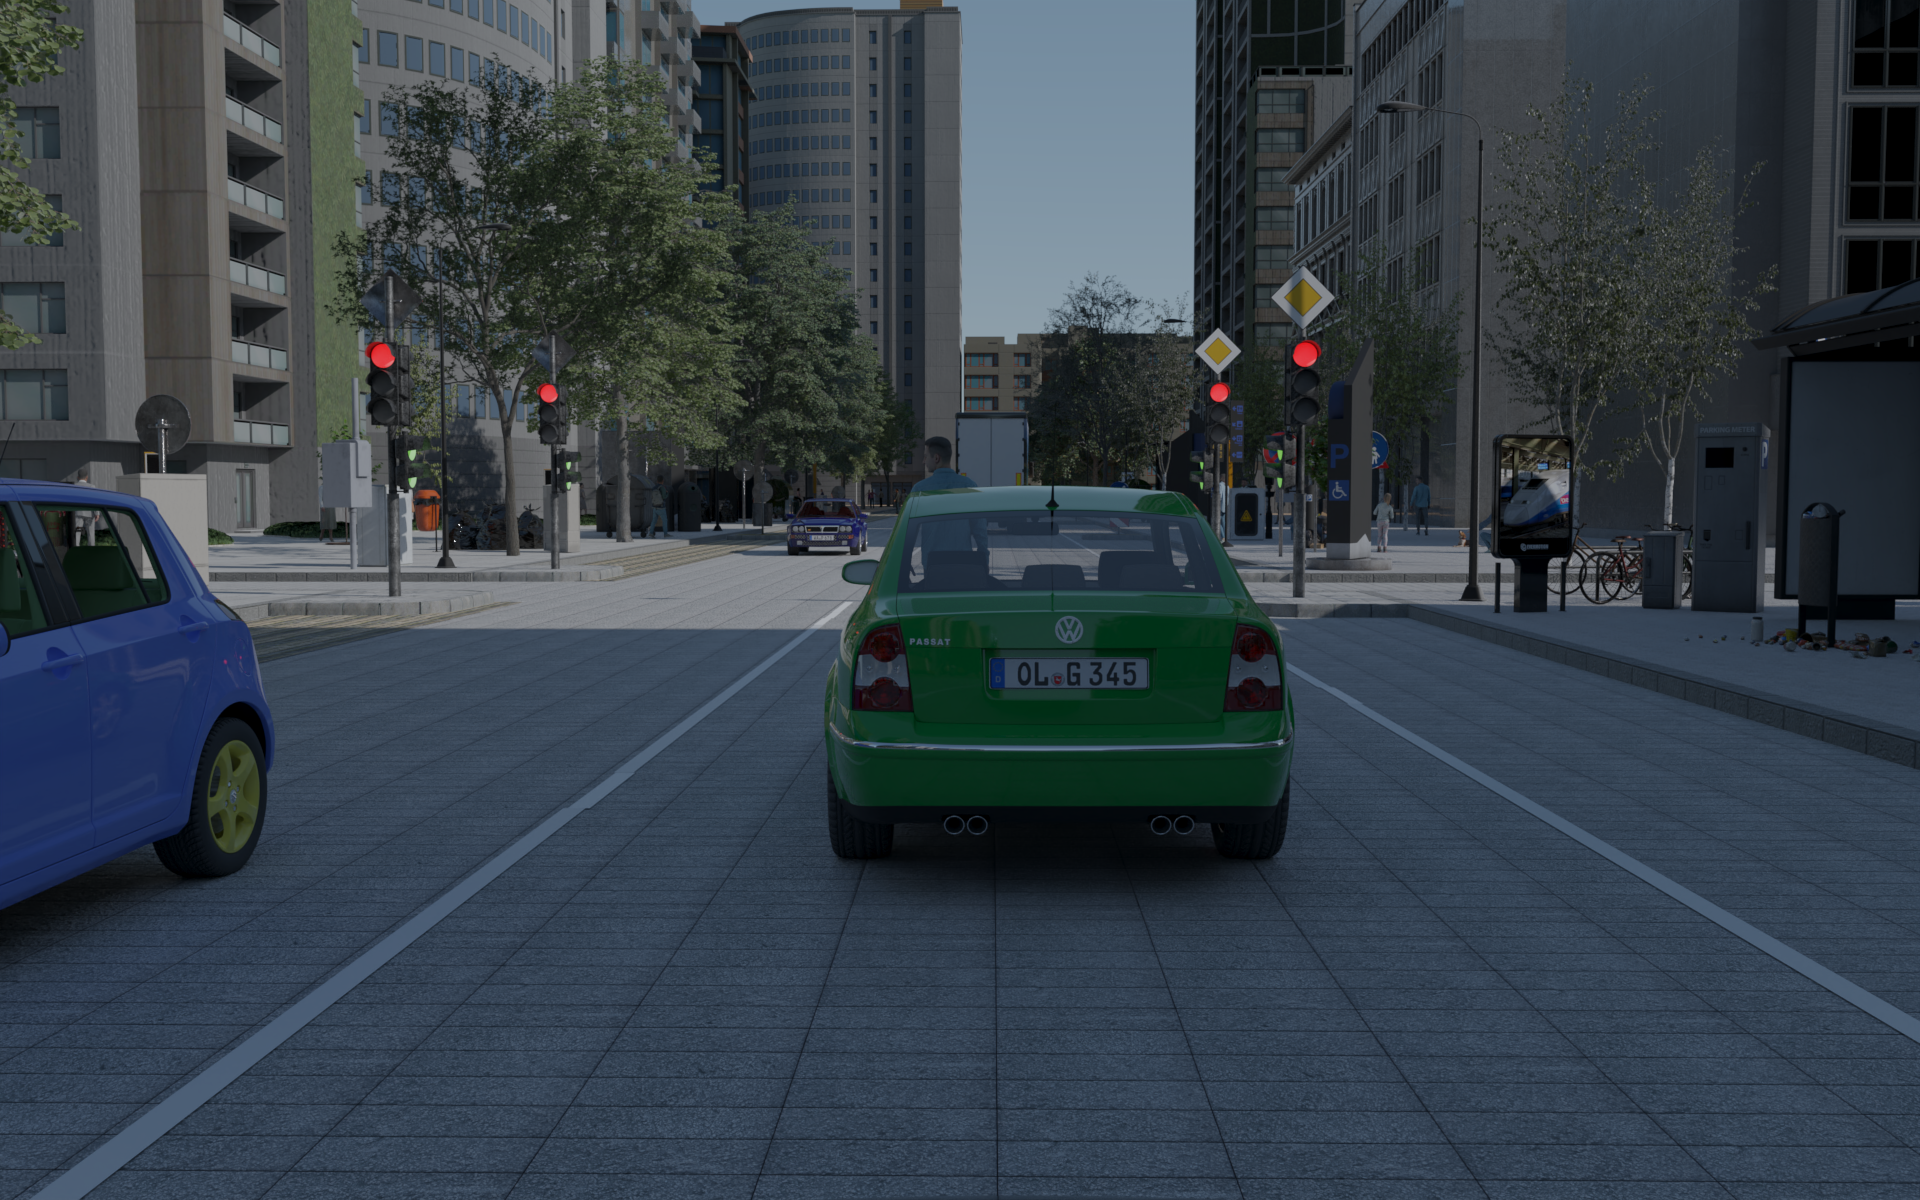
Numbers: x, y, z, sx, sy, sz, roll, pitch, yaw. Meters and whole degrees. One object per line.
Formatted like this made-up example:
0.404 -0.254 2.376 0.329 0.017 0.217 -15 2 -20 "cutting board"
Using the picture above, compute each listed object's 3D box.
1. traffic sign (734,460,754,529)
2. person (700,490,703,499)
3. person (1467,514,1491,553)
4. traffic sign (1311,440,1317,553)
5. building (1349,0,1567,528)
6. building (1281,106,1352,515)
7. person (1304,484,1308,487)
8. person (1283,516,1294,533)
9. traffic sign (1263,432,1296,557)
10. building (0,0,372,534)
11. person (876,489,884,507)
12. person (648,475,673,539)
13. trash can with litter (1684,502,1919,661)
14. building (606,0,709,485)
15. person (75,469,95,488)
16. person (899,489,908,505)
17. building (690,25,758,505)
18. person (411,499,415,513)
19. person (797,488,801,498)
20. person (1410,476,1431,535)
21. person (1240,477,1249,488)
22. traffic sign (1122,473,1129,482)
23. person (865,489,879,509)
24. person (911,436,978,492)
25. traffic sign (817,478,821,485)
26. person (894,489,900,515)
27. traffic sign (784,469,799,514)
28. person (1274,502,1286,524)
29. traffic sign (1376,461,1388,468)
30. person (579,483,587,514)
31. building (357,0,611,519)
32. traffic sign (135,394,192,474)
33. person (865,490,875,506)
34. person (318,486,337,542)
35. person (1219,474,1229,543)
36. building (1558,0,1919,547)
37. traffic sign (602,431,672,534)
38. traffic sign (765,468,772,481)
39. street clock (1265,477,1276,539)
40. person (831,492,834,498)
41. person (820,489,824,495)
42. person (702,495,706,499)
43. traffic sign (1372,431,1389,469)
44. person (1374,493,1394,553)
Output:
-8.035 -3.932 64.395 0.768 2.556 0.104 0 4 5 "traffic sign"
-13.577 -5.081 89.213 0.679 1.850 0.850 -2 4 -35 "person"
11.528 -1.596 37.636 1.012 1.151 0.738 -1 4 -12 "person"
7.796 -2.321 37.957 0.884 2.594 0.081 1 4 9 "traffic sign"
24.789 -15.667 74.182 12.078 24.808 19.932 0 4 1 "building"
24.585 -16.236 94.333 11.050 23.489 19.941 0 4 1 "building"
17.399 -4.941 87.062 0.641 1.798 0.478 -3 4 -37 "person"
8.853 -2.065 45.300 1.012 1.151 0.738 -1 4 -18 "person"
6.572 -2.160 35.425 0.768 2.556 0.104 0 4 7 "traffic sign"
-29.007 -22.811 56.553 14.154 41.232 14.086 0 4 1 "building"
-7.717 -9.926 168.348 0.705 1.823 1.348 2 4 27 "person"
-8.586 -2.654 49.425 0.713 1.824 0.794 -2 4 -32 "person"
7.167 -0.197 14.284 1.678 1.210 2.233 0 4 0 "trash can with litter"
-30.424 -30.646 120.672 23.786 49.044 30.456 0 4 1 "building"
-17.711 -1.752 34.963 0.678 1.792 0.850 -1 4 -13 "person"
-4.141 -7.305 127.931 0.705 1.824 1.348 -3 5 -40 "person"
-32.168 -30.835 158.771 28.867 44.769 22.147 0 4 1 "building"
-10.865 -1.630 33.701 0.522 1.701 0.512 0 4 1 "person"
-11.788 -7.378 127.379 0.721 1.736 1.217 0 4 -4 "person"
14.330 -2.933 53.856 0.638 1.841 0.748 0 4 8 "person"
8.862 -2.940 54.287 0.511 1.800 0.466 1 4 19 "person"
7.923 -4.864 81.663 0.606 2.300 0.079 0 4 4 "traffic sign"
-7.799 -8.978 153.560 1.217 1.743 0.721 -1 4 -14 "person"
-0.138 -0.238 12.256 0.638 1.841 0.748 1 4 14 "person"
-8.806 -6.404 104.714 0.884 2.594 0.081 0 4 5 "traffic sign"
-4.375 -6.813 119.914 0.705 1.821 1.348 0 4 6 "person"
-8.533 -5.349 87.563 0.768 2.556 0.104 1 4 9 "traffic sign"
13.655 -3.874 73.659 0.640 1.303 0.475 -3 4 -38 "person"
8.396 -2.190 35.812 0.884 2.594 0.081 1 4 8 "traffic sign"
-16.598 -4.275 76.277 0.599 1.781 0.374 3 4 38 "person"
-30.986 -33.221 85.162 21.231 58.520 28.212 0 4 1 "building"
-10.183 -1.347 22.135 0.768 2.556 0.104 0 4 7 "traffic sign"
-9.354 -10.545 179.129 1.217 1.739 0.721 -1 4 -23 "person"
-17.055 -2.465 46.576 0.478 1.798 0.641 -3 5 -42 "person"
6.607 -2.289 43.732 0.793 1.790 0.793 0 4 -1 "person"
33.368 -13.882 46.043 30.058 24.678 14.314 0 4 1 "building"
-10.361 -3.770 55.515 2.265 3.308 0.079 0 4 5 "traffic sign"
-9.919 -5.416 88.281 0.795 2.593 0.064 1 4 10 "traffic sign"
8.854 -2.754 49.591 0.358 2.002 0.471 1 4 17 "street clock"
-8.438 -6.646 117.944 0.697 1.427 0.421 -1 4 -12 "person"
-11.879 -8.701 149.218 0.530 1.710 0.541 1 4 18 "person"
-17.300 -6.543 113.758 1.217 1.736 0.721 -1 4 -14 "person"
8.215 -2.125 34.854 0.768 2.556 0.104 0 4 3 "traffic sign"
9.297 -1.696 38.052 0.425 1.301 0.394 0 4 6 "person"
